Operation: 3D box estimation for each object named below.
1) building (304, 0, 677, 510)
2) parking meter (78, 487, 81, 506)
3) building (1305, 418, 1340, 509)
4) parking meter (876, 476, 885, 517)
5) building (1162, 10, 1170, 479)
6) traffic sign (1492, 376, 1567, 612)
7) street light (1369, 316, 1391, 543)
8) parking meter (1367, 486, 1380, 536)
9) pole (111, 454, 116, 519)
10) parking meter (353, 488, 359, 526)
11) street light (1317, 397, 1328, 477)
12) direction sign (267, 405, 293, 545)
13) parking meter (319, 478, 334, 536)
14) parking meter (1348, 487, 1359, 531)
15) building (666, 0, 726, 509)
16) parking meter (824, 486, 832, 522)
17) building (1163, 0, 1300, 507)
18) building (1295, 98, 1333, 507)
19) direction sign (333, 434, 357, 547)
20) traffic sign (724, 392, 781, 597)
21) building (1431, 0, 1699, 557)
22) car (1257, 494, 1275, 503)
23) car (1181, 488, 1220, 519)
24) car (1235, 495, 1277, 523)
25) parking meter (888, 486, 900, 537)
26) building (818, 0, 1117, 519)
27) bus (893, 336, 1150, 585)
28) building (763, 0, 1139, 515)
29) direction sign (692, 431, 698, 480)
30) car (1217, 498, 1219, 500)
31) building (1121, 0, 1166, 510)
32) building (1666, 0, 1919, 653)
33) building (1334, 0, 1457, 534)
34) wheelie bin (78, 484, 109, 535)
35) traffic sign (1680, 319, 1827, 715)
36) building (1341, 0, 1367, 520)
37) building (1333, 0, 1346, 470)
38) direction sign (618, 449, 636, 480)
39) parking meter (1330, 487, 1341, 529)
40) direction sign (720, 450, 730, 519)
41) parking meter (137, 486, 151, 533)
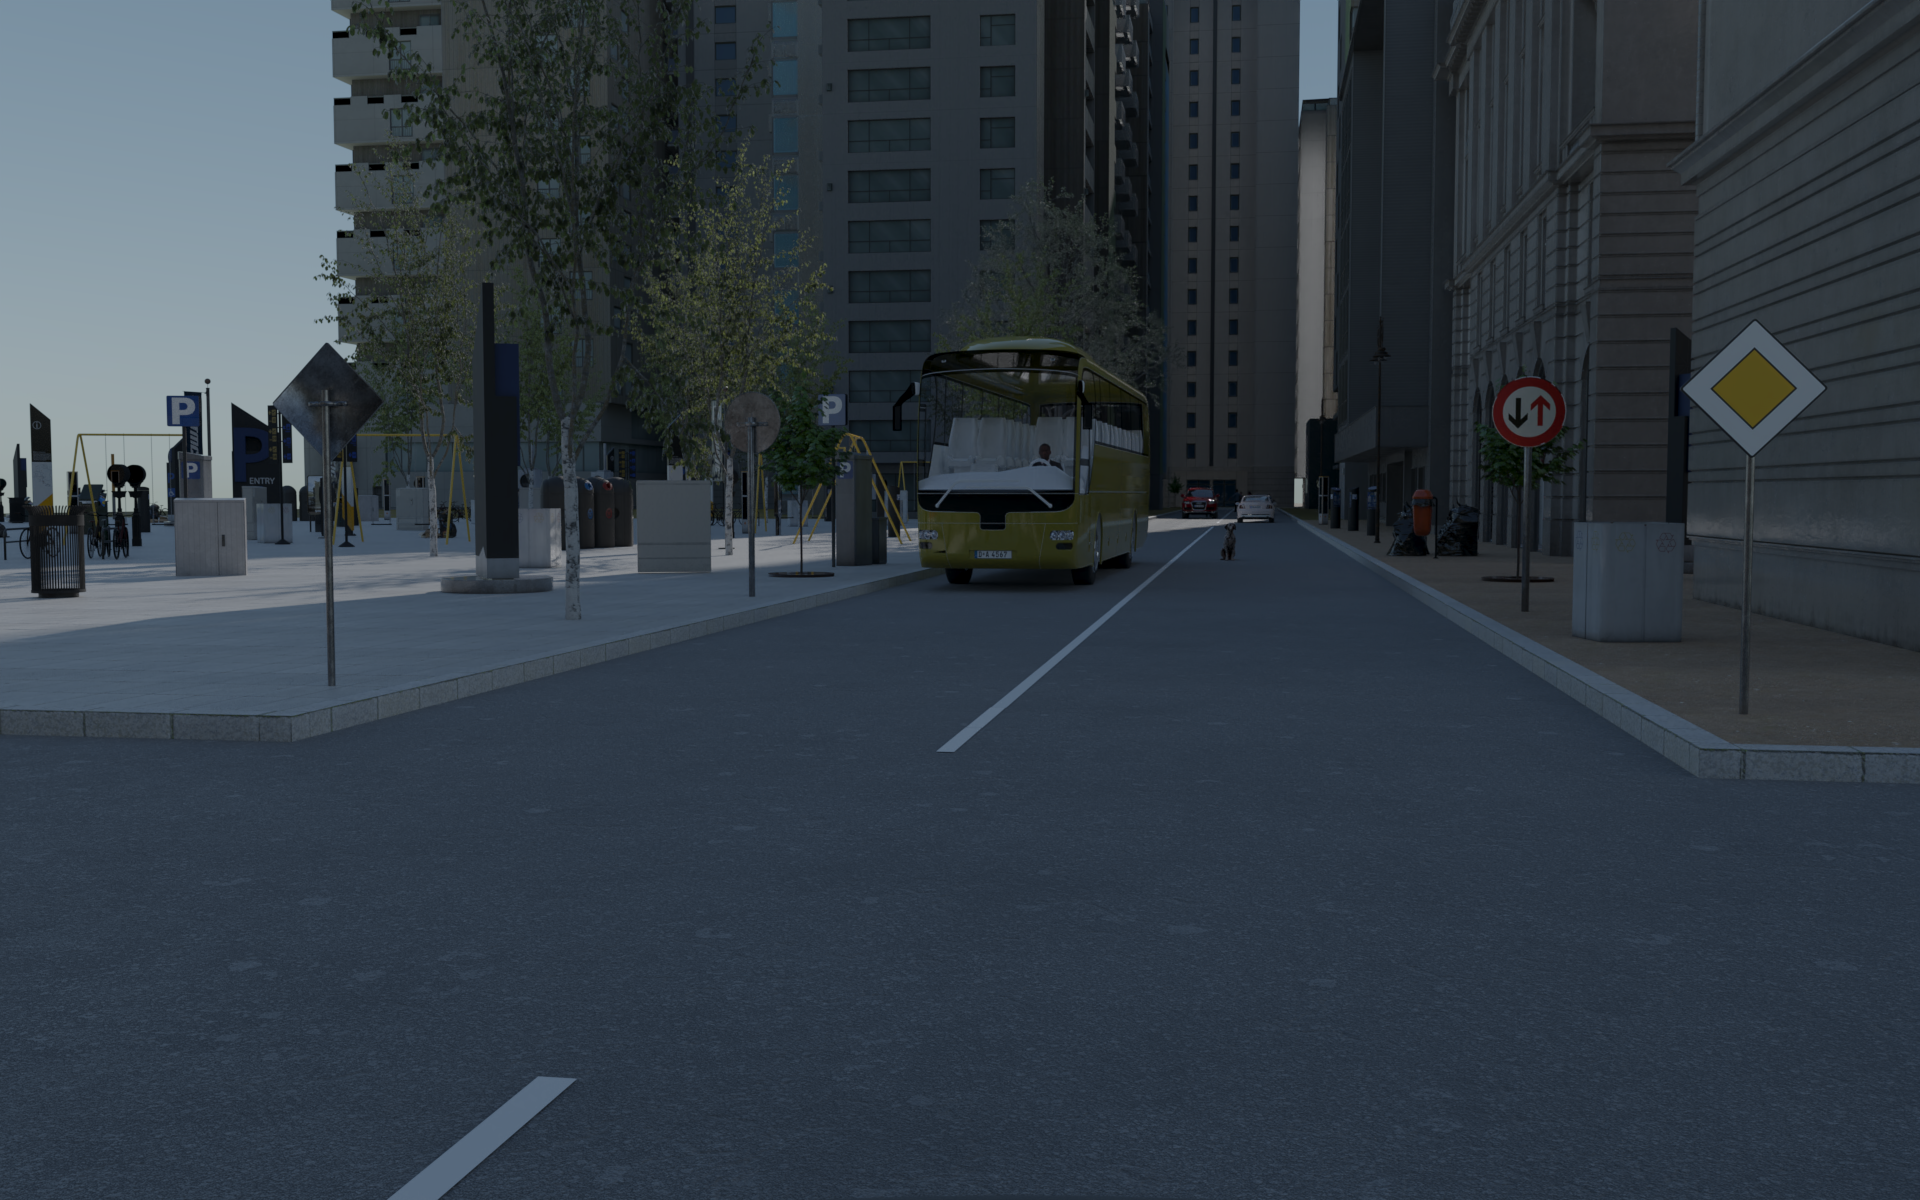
[{"bbox_3d":[-38.731,-34.553,154.188,27.495,52.752,28.713,1,4,10],"label":"building"},{"bbox_3d":[-32.973,-3.435,64.575,0.372,1.533,0.369,0,3,0],"label":"parking meter"},{"bbox_3d":[39.947,-50.505,138.421,22.319,86.520,31.000,1,4,10],"label":"building"},{"bbox_3d":[-2.635,-3.165,57.464,0.255,1.863,0.399,0,4,-5],"label":"parking meter"},{"bbox_3d":[11.065,-30.801,153.714,14.200,45.320,14.600,1,4,10],"label":"building"},{"bbox_3d":[6.167,-1.145,18.825,0.768,2.556,0.104,1,4,16],"label":"traffic sign"},{"bbox_3d":[10.933,-4.429,45.205,0.468,5.910,1.993,1,4,10],"label":"street light"},{"bbox_3d":[12.750,-2.753,53.422,0.372,1.533,0.369,0,3,0],"label":"parking meter"},{"bbox_3d":[-42.901,-5.744,87.762,0.158,3.312,0.155,0,3,0],"label":"pole"},{"bbox_3d":[-24.528,-3.771,70.064,0.372,1.533,0.369,0,3,0],"label":"parking meter"},{"bbox_3d":[17.293,-6.731,82.840,0.468,5.910,1.993,1,4,10],"label":"street light"},{"bbox_3d":[-17.250,-3.180,43.998,0.876,3.537,0.379,2,4,30],"label":"direction sign"},{"bbox_3d":[-19.321,-2.880,52.798,0.399,1.863,0.255,-1,4,-18],"label":"parking meter"},{"bbox_3d":[13.650,-3.159,60.065,0.372,1.533,0.369,0,3,0],"label":"parking meter"},{"bbox_3d":[-10.600,-37.391,153.337,28.212,58.520,21.231,1,4,10],"label":"building"},{"bbox_3d":[-6.126,-4.591,80.780,0.399,1.863,0.255,-2,4,-24],"label":"parking meter"},{"bbox_3d":[20.276,-38.924,178.403,28.212,58.520,21.231,1,4,10],"label":"building"},{"bbox_3d":[40.669,-29.914,172.688,14.086,41.232,14.154,1,4,10],"label":"building"},{"bbox_3d":[-14.870,-3.051,41.880,0.379,3.537,0.876,1,4,20],"label":"direction sign"},{"bbox_3d":[-2.601,-1.314,21.583,0.768,2.556,0.104,1,4,18],"label":"traffic sign"},{"bbox_3d":[19.124,-12.187,41.060,13.314,21.916,24.055,1,4,10],"label":"building"},{"bbox_3d":[21.072,-6.687,121.330,2.014,1.417,4.499,0,4,8],"label":"car"},{"bbox_3d":[14.195,-5.726,102.292,2.281,1.827,5.304,1,4,9],"label":"car"},{"bbox_3d":[15.006,-4.615,87.815,2.083,1.381,4.827,1,4,10],"label":"car"},{"bbox_3d":[-1.963,-2.641,51.586,0.372,1.533,0.369,0,3,0],"label":"parking meter"},{"bbox_3d":[0.863,-19.704,93.867,14.160,30.474,14.107,1,4,10],"label":"building"},{"bbox_3d":[1.596,-2.395,30.701,2.896,3.916,12.252,1,4,11],"label":"bus"},{"bbox_3d":[0.367,-30.411,116.821,23.786,49.044,30.456,1,4,10],"label":"building"},{"bbox_3d":[-9.147,-4.147,59.795,0.379,3.537,0.876,0,4,1],"label":"direction sign"},{"bbox_3d":[19.203,-7.753,135.801,2.155,1.783,4.494,1,4,11],"label":"car"},{"bbox_3d":[8.926,-27.802,138.163,14.154,41.232,14.086,1,4,10],"label":"building"},{"bbox_3d":[17.759,-10.880,14.043,21.152,22.565,11.583,1,4,10],"label":"building"},{"bbox_3d":[22.765,-15.226,68.014,14.314,24.678,30.058,1,4,10],"label":"building"},{"bbox_3d":[-27.475,-2.875,54.910,0.980,1.594,0.693,0,4,4],"label":"wheelie bin"},{"bbox_3d":[4.566,-0.391,10.035,0.795,2.450,0.064,1,4,10],"label":"traffic sign"},{"bbox_3d":[27.261,-24.913,90.918,14.154,41.232,14.086,1,4,10],"label":"building"},{"bbox_3d":[38.157,-31.837,109.780,28.713,52.752,27.495,1,4,10],"label":"building"},{"bbox_3d":[-16.754,-5.826,87.245,0.876,3.537,0.379,-2,4,-26],"label":"direction sign"},{"bbox_3d":[13.952,-3.419,64.316,0.372,1.533,0.369,0,3,0],"label":"parking meter"},{"bbox_3d":[-12.196,-5.945,89.196,0.876,3.537,0.379,-3,5,-42],"label":"direction sign"},{"bbox_3d":[-27.241,-3.021,57.804,0.372,1.533,0.369,0,3,0],"label":"parking meter"}]
